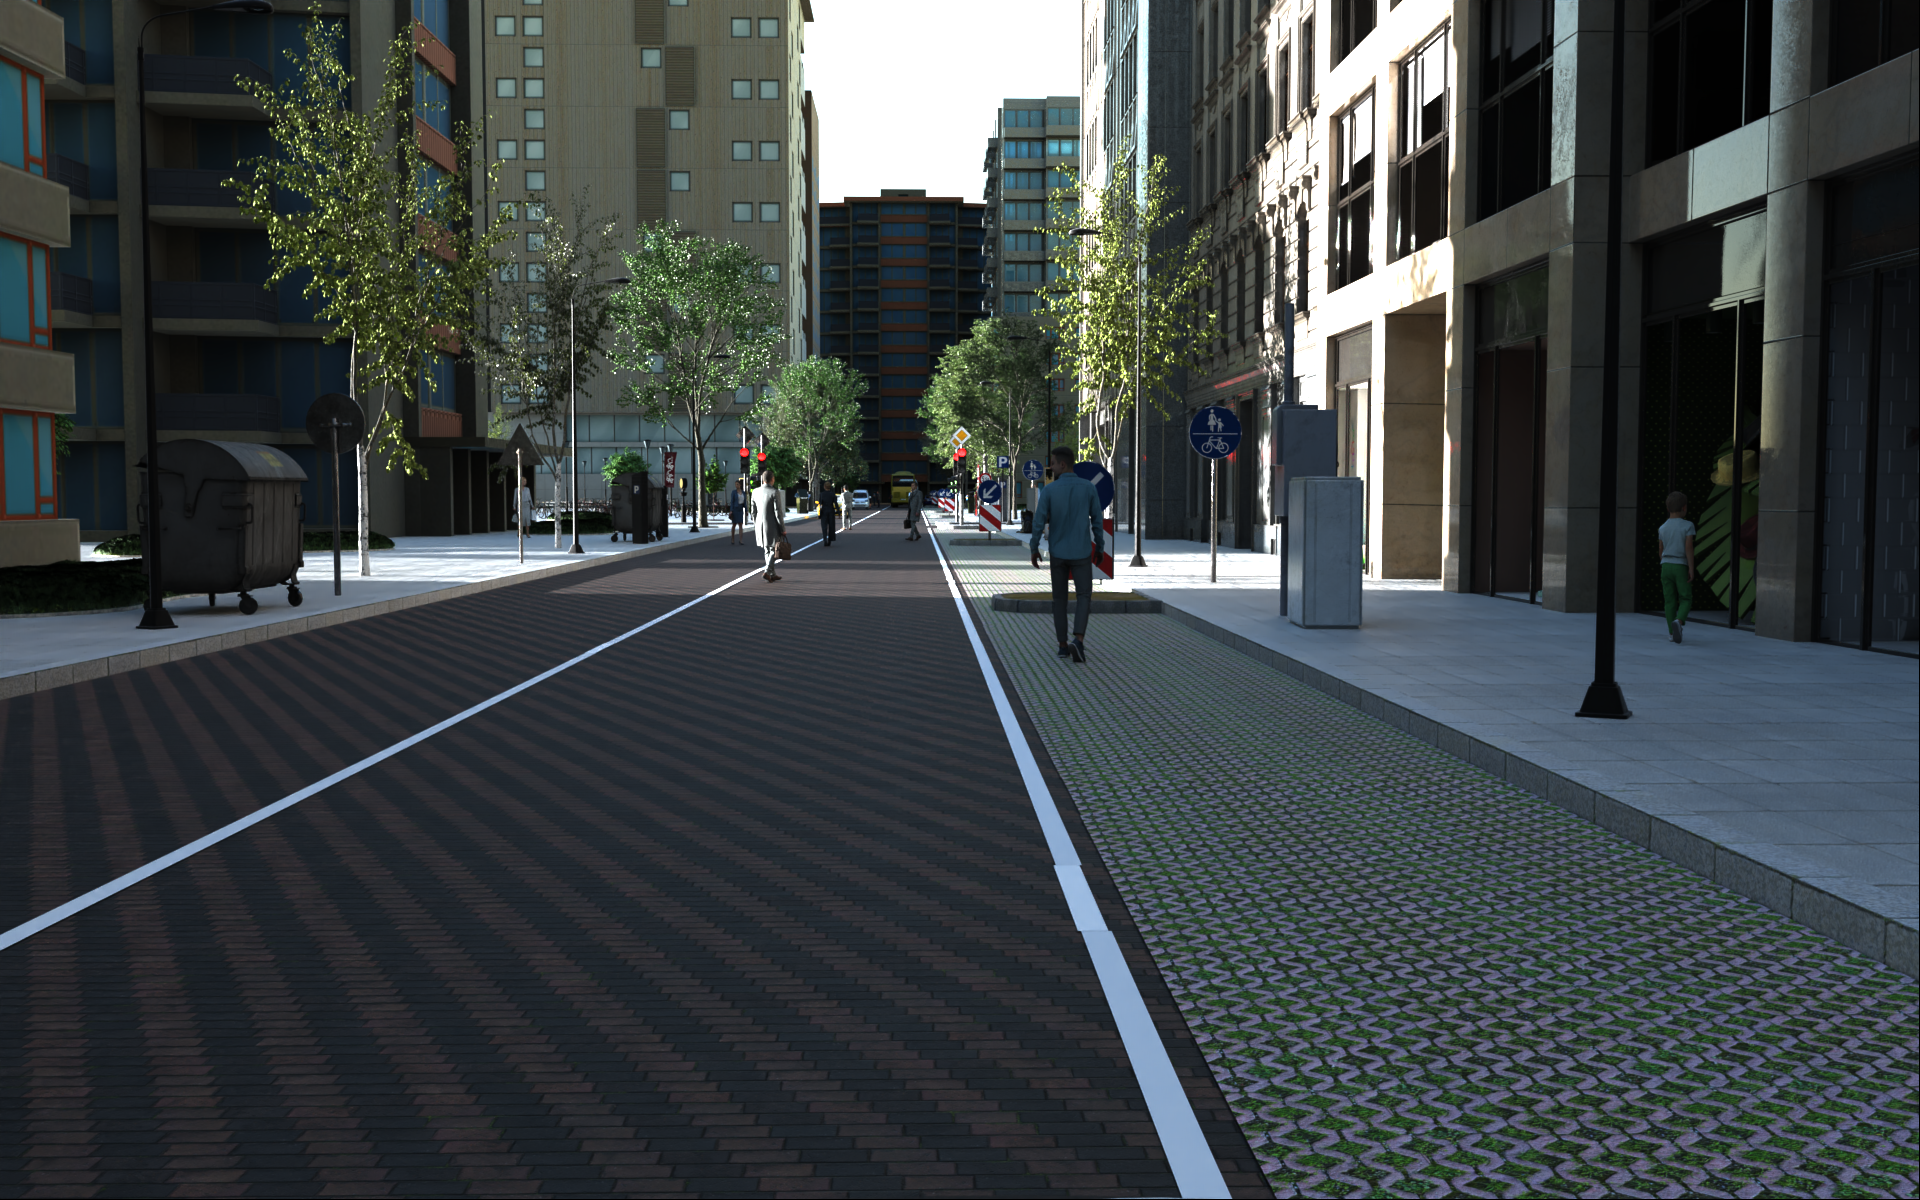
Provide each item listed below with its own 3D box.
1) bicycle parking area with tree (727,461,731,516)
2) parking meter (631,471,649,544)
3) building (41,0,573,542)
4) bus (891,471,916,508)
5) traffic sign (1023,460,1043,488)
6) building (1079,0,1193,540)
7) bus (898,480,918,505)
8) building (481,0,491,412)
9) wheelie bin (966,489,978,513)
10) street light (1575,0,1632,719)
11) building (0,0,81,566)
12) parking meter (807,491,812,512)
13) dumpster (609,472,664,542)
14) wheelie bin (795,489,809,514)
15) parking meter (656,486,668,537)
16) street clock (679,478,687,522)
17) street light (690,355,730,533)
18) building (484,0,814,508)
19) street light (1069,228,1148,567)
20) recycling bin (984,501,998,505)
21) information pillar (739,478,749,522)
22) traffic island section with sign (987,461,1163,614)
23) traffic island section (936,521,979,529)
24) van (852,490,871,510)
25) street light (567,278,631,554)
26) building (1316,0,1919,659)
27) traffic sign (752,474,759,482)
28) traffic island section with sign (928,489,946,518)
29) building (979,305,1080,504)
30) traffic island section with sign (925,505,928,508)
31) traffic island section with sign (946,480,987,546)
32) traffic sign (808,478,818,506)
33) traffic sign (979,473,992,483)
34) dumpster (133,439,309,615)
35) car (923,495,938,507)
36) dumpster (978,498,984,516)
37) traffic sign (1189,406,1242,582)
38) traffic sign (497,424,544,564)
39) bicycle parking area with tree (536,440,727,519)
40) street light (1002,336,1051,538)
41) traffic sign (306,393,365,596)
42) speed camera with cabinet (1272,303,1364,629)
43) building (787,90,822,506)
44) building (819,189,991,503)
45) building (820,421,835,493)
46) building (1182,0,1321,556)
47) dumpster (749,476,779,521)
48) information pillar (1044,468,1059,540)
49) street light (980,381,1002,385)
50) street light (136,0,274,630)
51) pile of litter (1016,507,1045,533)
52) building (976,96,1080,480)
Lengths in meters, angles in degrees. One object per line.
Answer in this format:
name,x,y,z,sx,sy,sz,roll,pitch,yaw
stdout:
bicycle parking area with tree,-17.450,-7.041,102.117,9.016,4.147,8.231,0,4,-1
parking meter,-8.271,-2.387,44.744,0.399,1.863,0.255,2,4,35
building,-28.856,-24.445,54.301,28.867,44.769,22.147,0,4,-1
bus,-6.119,-11.969,187.243,2.896,3.916,12.252,0,4,-2
traffic sign,2.710,-3.926,64.293,0.768,2.556,0.104,0,4,3
building,10.960,-14.684,58.098,12.078,24.808,19.932,0,4,-1
bus,-6.856,-14.017,224.039,2.948,3.499,13.247,0,4,-3
building,-57.513,-47.442,213.923,20.611,71.187,20.563,0,4,-1
wheelie bin,0.870,-6.585,115.579,0.980,1.594,0.693,0,4,7
street light,3.189,-2.282,9.848,1.470,5.913,1.316,0,4,-1
building,-26.874,-10.152,11.033,27.650,21.520,28.899,0,4,-1
parking meter,-10.921,-7.165,125.560,0.372,1.533,0.369,0,3,0
dumpster,-8.742,-2.511,46.813,1.264,1.857,1.865,0,4,-2
wheelie bin,-10.378,-6.460,113.524,0.980,1.594,0.693,-2,4,-30
parking meter,-8.880,-2.640,51.574,0.372,1.533,0.369,0,3,0
street clock,-12.527,-4.520,78.477,0.358,2.002,0.471,-2,4,-28
street light,-8.342,-5.215,57.799,1.470,5.913,1.316,0,4,-1
building,-29.005,-35.364,167.447,28.713,52.752,27.495,0,4,-1
street light,2.604,-3.541,30.437,1.470,5.913,1.316,0,4,-1
recycling bin,1.760,-4.833,91.579,0.722,1.027,0.722,-2,4,-27
information pillar,-10.023,-4.641,80.369,0.304,2.012,0.304,2,4,31
traffic island section with sign,1.404,-0.791,21.563,1.989,1.847,2.006,0,4,-1
traffic island section,-0.111,-3.499,79.491,2.009,0.180,2.903,0,4,-1
van,-9.200,-9.345,159.800,2.013,2.044,4.112,0,4,-2
street light,-7.764,-3.961,37.309,1.470,5.913,1.316,0,4,-1
building,16.266,-12.748,12.946,19.350,26.468,34.151,0,4,-1
traffic sign,-10.181,-5.198,87.124,0.606,2.300,0.079,0,4,7
traffic island section with sign,-0.759,-5.868,104.562,1.989,1.847,2.006,0,4,-1
building,16.361,-20.694,183.389,27.650,21.520,28.899,0,4,-1
traffic island section with sign,-1.473,-7.535,131.821,1.989,1.847,2.006,0,4,-1
traffic island section with sign,0.698,-2.439,48.509,1.989,1.847,2.006,0,4,-1
traffic sign,-11.300,-8.144,133.268,0.768,2.556,0.104,0,4,2
traffic sign,1.513,-6.302,103.149,0.768,2.556,0.104,0,4,6
dumpster,-8.083,-0.811,19.019,1.264,1.857,1.865,0,4,-1
car,-3.188,-10.791,189.017,1.945,1.354,3.894,0,4,-3
dumpster,1.627,-5.511,95.860,1.264,1.857,1.865,0,4,-1
traffic sign,3.683,-1.528,25.095,0.768,2.556,0.104,0,4,-1
traffic sign,-8.100,-1.952,31.925,0.884,2.594,0.081,0,4,5
bicycle parking area with tree,-18.753,-6.454,92.533,8.231,4.147,9.016,3,4,37
street light,2.084,-4.794,50.928,1.470,5.913,1.316,0,4,-1
traffic sign,-7.869,-1.329,21.831,0.768,2.556,0.104,0,4,4
speed camera with cabinet,3.581,-1.409,17.368,0.660,3.252,2.038,0,4,2
building,-22.563,-32.939,188.657,14.600,45.320,14.200,0,4,-1
building,-8.869,-36.489,251.225,28.867,44.769,22.147,0,4,-1
building,-31.719,-55.141,214.219,31.000,86.520,22.319,0,4,-1
building,11.186,-11.621,39.149,9.793,20.994,18.267,0,4,-1
dumpster,-9.625,-5.021,84.587,1.502,2.255,1.985,0,4,-2
information pillar,2.547,-2.662,48.015,0.304,2.012,0.304,2,4,35
street light,1.524,-6.048,71.418,1.470,5.913,1.316,0,4,-1
street light,-7.143,-2.683,16.401,1.470,5.913,1.316,0,4,-1
pile of litter,2.425,-2.623,56.856,1.176,0.858,1.719,0,4,4
building,14.132,-36.246,212.229,23.786,49.044,30.456,0,4,-1
